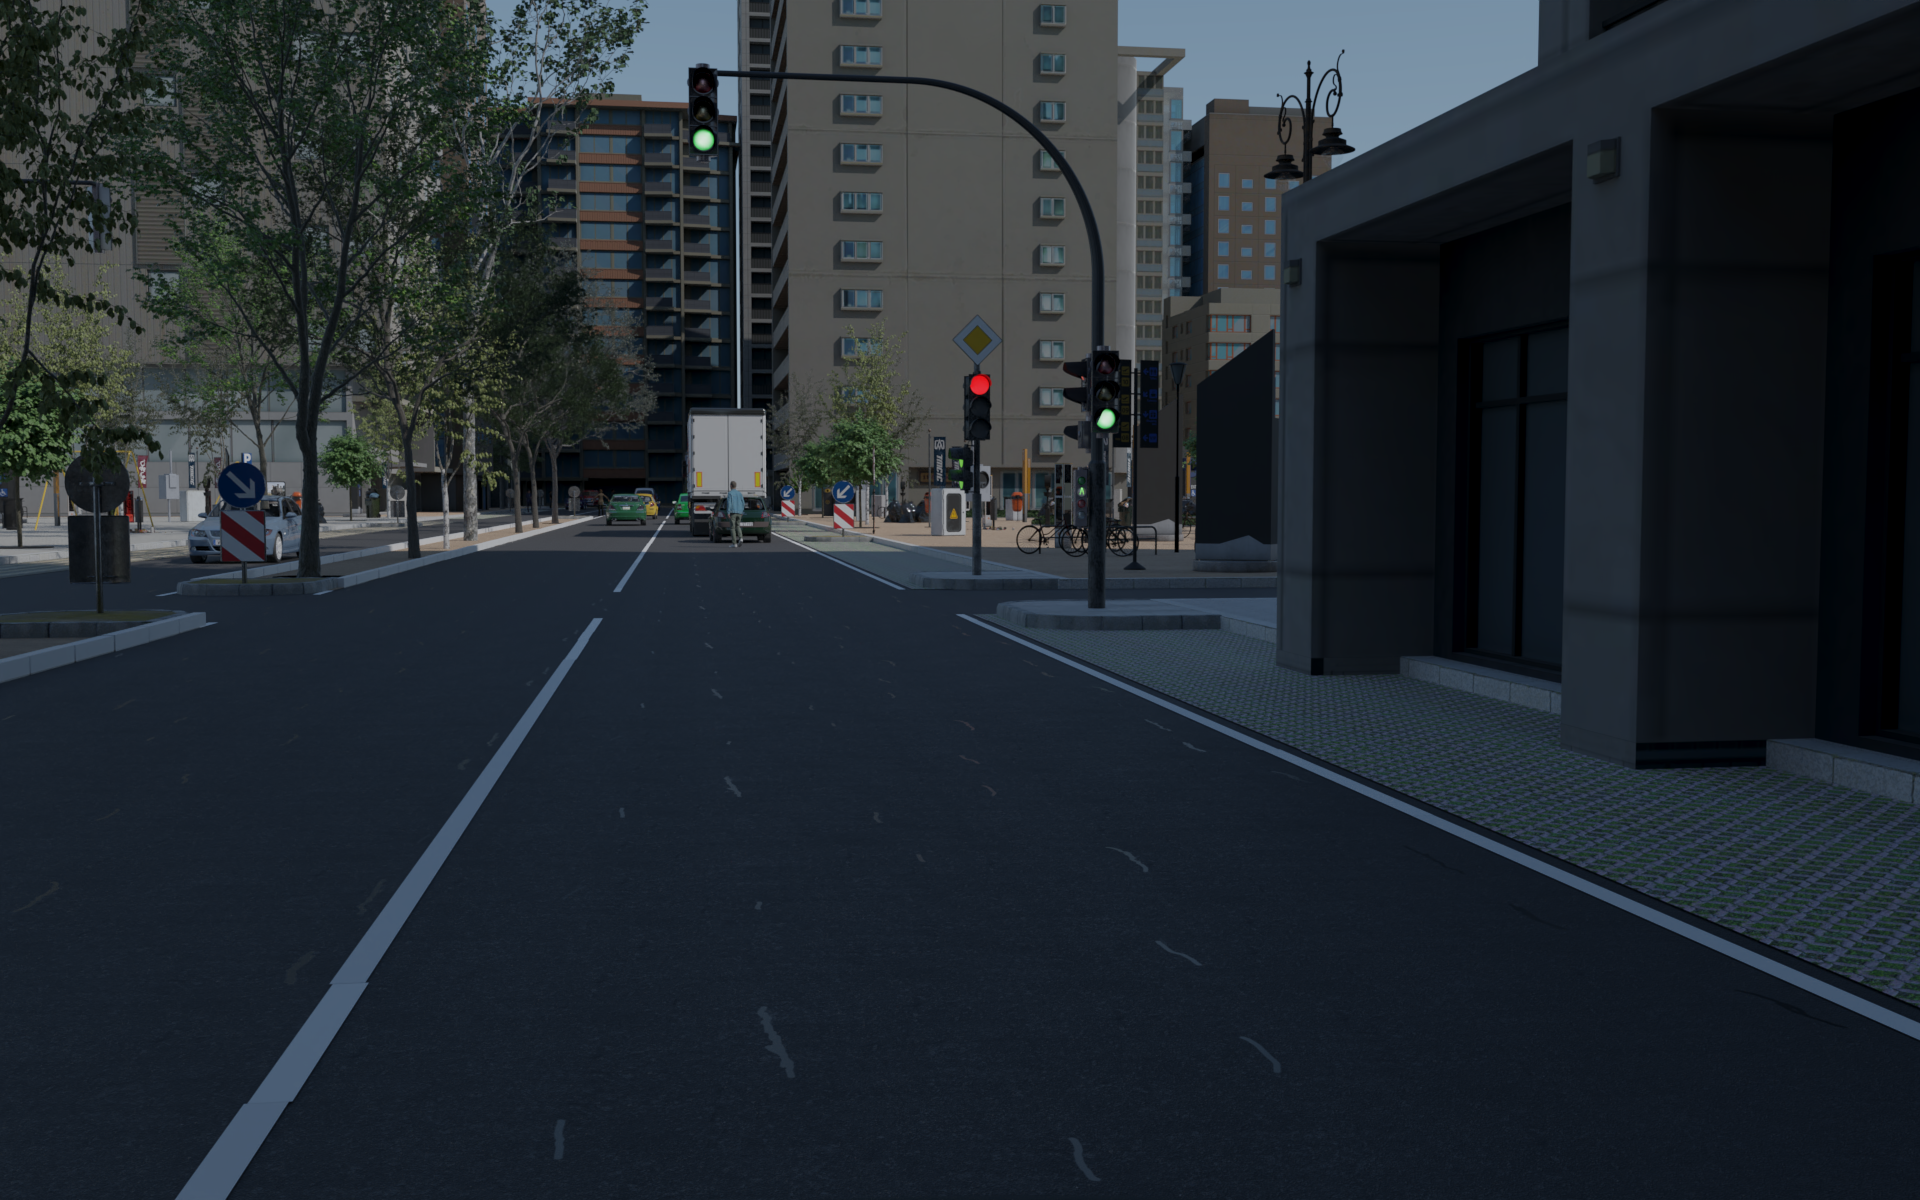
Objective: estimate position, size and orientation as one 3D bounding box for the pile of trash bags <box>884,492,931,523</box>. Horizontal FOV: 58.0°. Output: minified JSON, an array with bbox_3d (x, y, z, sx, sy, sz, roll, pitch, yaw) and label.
[{"bbox_3d":[-1.975,-4.121,77.135,1.912,1.369,3.447,-2,4,-29],"label":"pile of trash bags"}]

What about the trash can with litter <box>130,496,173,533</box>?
[{"bbox_3d":[-27.250,-2.847,57.613,1.678,1.210,2.233,-2,4,-33],"label":"trash can with litter"}]

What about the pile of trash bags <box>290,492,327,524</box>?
[{"bbox_3d":[-28.919,-4.046,75.898,1.912,1.369,3.447,-2,4,-27],"label":"pile of trash bags"}]

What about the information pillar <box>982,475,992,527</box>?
[{"bbox_3d":[1.056,-3.849,67.425,0.304,2.012,0.304,-2,4,-23],"label":"information pillar"}]

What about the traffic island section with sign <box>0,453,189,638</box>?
[{"bbox_3d":[-9.187,-0.607,18.058,2.006,1.907,1.989,-1,4,-9],"label":"traffic island section with sign"}]

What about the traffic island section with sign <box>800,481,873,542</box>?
[{"bbox_3d":[-3.696,-2.673,52.338,1.989,1.847,2.006,-1,4,-9],"label":"traffic island section with sign"}]

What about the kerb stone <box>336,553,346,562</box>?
[{"bbox_3d":[-13.228,-0.887,36.702,0.120,0.150,1.000,-1,4,-9],"label":"kerb stone"}]

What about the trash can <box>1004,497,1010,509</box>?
[{"bbox_3d":[2.862,-5.466,101.023,0.748,1.137,0.748,0,3,0],"label":"trash can"}]

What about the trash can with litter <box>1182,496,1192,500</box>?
[{"bbox_3d":[10.233,-4.292,81.239,2.233,1.210,1.678,1,4,19],"label":"trash can with litter"}]

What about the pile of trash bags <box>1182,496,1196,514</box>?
[{"bbox_3d":[10.454,-4.150,77.606,3.447,1.369,1.912,0,4,6],"label":"pile of trash bags"}]

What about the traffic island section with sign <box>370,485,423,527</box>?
[{"bbox_3d":[-24.734,-4.129,76.130,1.989,1.847,2.006,-1,4,-9],"label":"traffic island section with sign"}]

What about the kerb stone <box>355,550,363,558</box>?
[{"bbox_3d":[-13.555,-1.008,38.726,0.120,0.150,1.000,-1,4,-9],"label":"kerb stone"}]

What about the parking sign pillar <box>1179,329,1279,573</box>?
[{"bbox_3d":[4.608,-2.466,28.790,1.447,3.967,1.447,2,4,26],"label":"parking sign pillar"}]

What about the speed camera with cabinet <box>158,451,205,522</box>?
[{"bbox_3d":[-35.876,-5.231,79.859,0.660,3.252,2.038,2,4,29],"label":"speed camera with cabinet"}]

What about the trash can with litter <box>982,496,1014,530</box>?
[{"bbox_3d":[1.114,-3.120,62.067,1.678,1.210,2.233,0,4,-1],"label":"trash can with litter"}]

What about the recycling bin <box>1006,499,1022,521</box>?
[{"bbox_3d":[2.673,-4.346,83.617,0.722,1.027,0.722,-2,4,-28],"label":"recycling bin"}]

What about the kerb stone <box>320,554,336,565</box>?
[{"bbox_3d":[-13.072,-0.825,35.692,0.120,0.150,1.000,-1,4,-9],"label":"kerb stone"}]

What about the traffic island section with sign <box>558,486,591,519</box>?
[{"bbox_3d":[-22.215,-5.592,99.572,2.006,1.907,1.989,-1,4,-9],"label":"traffic island section with sign"}]

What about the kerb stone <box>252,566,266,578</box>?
[{"bbox_3d":[-12.096,-0.454,29.623,0.120,0.150,1.000,-1,4,-9],"label":"kerb stone"}]

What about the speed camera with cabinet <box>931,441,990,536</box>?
[{"bbox_3d":[0.029,-3.605,53.279,2.038,3.252,0.660,-3,5,-44],"label":"speed camera with cabinet"}]

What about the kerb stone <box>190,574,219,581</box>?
[{"bbox_3d":[-11.610,-0.268,26.581,0.120,0.150,1.000,-1,4,-9],"label":"kerb stone"}]

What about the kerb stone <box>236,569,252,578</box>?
[{"bbox_3d":[-11.928,-0.392,28.604,0.120,0.150,1.000,-1,4,-9],"label":"kerb stone"}]

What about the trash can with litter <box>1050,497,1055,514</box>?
[{"bbox_3d":[4.206,-3.835,74.087,0.624,1.170,1.055,1,4,11],"label":"trash can with litter"}]

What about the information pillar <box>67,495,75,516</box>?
[{"bbox_3d":[-41.989,-4.730,81.819,0.304,2.012,0.304,-2,4,-29],"label":"information pillar"}]

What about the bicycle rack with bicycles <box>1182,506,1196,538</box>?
[{"bbox_3d":[7.408,-2.251,50.194,2.925,0.926,2.852,-3,5,-41],"label":"bicycle rack with bicycles"}]

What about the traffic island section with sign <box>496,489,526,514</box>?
[{"bbox_3d":[-32.737,-7.192,126.209,1.989,1.847,2.006,-1,4,-9],"label":"traffic island section with sign"}]

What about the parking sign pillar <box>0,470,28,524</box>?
[{"bbox_3d":[-41.699,-5.342,75.811,1.447,3.967,1.447,-1,4,-12],"label":"parking sign pillar"}]

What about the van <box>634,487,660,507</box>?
[{"bbox_3d":[-22.071,-7.007,121.583,2.013,2.044,4.112,0,4,-8],"label":"van"}]

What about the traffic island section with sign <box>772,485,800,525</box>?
[{"bbox_3d":[-8.072,-4.348,79.725,1.989,1.847,2.006,-1,4,-9],"label":"traffic island section with sign"}]

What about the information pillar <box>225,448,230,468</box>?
[{"bbox_3d":[-37.025,-5.886,87.583,0.183,3.616,0.504,-3,4,-38],"label":"information pillar"}]

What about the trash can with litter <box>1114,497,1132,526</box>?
[{"bbox_3d":[6.010,-3.293,65.226,1.055,1.170,0.624,3,5,39],"label":"trash can with litter"}]

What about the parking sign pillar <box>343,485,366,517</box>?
[{"bbox_3d":[-33.648,-6.604,96.449,1.447,3.967,1.447,-1,4,-9],"label":"parking sign pillar"}]

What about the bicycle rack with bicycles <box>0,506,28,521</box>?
[{"bbox_3d":[-51.156,-4.858,92.811,2.852,0.926,2.925,0,4,4],"label":"bicycle rack with bicycles"}]

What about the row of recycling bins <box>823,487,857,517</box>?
[{"bbox_3d":[-6.556,-5.661,99.666,3.534,1.692,1.069,3,5,42],"label":"row of recycling bins"}]

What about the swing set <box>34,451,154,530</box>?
[{"bbox_3d":[-31.491,-3.985,62.778,3.119,2.851,2.862,0,4,4],"label":"swing set"}]

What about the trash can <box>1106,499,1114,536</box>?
[{"bbox_3d":[4.313,-2.508,52.655,0.748,1.137,0.748,0,3,0],"label":"trash can"}]

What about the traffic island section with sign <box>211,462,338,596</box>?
[{"bbox_3d":[-10.346,-1.054,25.374,2.006,1.907,1.989,-1,4,-9],"label":"traffic island section with sign"}]

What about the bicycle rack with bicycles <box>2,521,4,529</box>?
[{"bbox_3d":[-36.376,-3.028,62.887,2.852,0.926,2.925,0,4,5],"label":"bicycle rack with bicycles"}]

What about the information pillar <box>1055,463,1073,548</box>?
[{"bbox_3d":[2.452,-2.238,41.087,0.304,2.012,0.304,-3,5,-41],"label":"information pillar"}]

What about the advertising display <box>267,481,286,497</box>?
[{"bbox_3d":[-34.937,-5.089,88.423,0.974,1.923,0.123,-3,4,-36],"label":"advertising display"}]

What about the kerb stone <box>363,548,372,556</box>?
[{"bbox_3d":[-13.705,-1.065,39.738,0.120,0.150,1.000,-1,4,-9],"label":"kerb stone"}]

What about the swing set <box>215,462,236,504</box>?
[{"bbox_3d":[-35.293,-5.340,84.933,2.862,2.851,3.119,-1,4,-19],"label":"swing set"}]

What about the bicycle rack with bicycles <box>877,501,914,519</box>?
[{"bbox_3d":[-2.948,-4.783,91.588,2.925,0.926,2.852,0,4,-3],"label":"bicycle rack with bicycles"}]

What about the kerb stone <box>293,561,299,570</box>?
[{"bbox_3d":[-12.579,-0.640,32.665,0.120,0.150,1.000,-1,4,-9],"label":"kerb stone"}]

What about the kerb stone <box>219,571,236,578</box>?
[{"bbox_3d":[-11.773,-0.330,27.590,0.120,0.150,1.000,-1,4,-9],"label":"kerb stone"}]

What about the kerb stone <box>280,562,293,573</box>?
[{"bbox_3d":[-12.419,-0.575,31.652,0.120,0.150,1.000,-1,4,-9],"label":"kerb stone"}]

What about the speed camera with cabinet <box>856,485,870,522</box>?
[{"bbox_3d":[-4.589,-5.349,81.788,0.660,3.252,2.038,0,4,-1],"label":"speed camera with cabinet"}]

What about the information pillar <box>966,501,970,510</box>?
[{"bbox_3d":[0.325,-5.607,96.166,0.304,2.012,0.304,-3,5,-43],"label":"information pillar"}]

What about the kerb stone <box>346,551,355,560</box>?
[{"bbox_3d":[-13.387,-0.944,37.715,0.120,0.150,1.000,-1,4,-9],"label":"kerb stone"}]

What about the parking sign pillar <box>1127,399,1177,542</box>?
[{"bbox_3d":[5.393,-3.596,47.272,1.447,3.967,1.447,0,4,-6],"label":"parking sign pillar"}]

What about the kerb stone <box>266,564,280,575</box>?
[{"bbox_3d":[-12.256,-0.516,30.642,0.120,0.150,1.000,-1,4,-9],"label":"kerb stone"}]

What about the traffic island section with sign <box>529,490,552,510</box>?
[{"bbox_3d":[-36.993,-8.820,152.828,1.989,1.847,2.006,-1,4,-9],"label":"traffic island section with sign"}]

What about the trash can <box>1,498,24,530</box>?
[{"bbox_3d":[-33.784,-3.066,61.777,0.748,1.137,0.748,0,3,0],"label":"trash can"}]

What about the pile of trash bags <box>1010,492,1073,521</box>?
[{"bbox_3d":[4.096,-4.398,81.660,3.447,1.369,1.912,0,4,-5],"label":"pile of trash bags"}]
